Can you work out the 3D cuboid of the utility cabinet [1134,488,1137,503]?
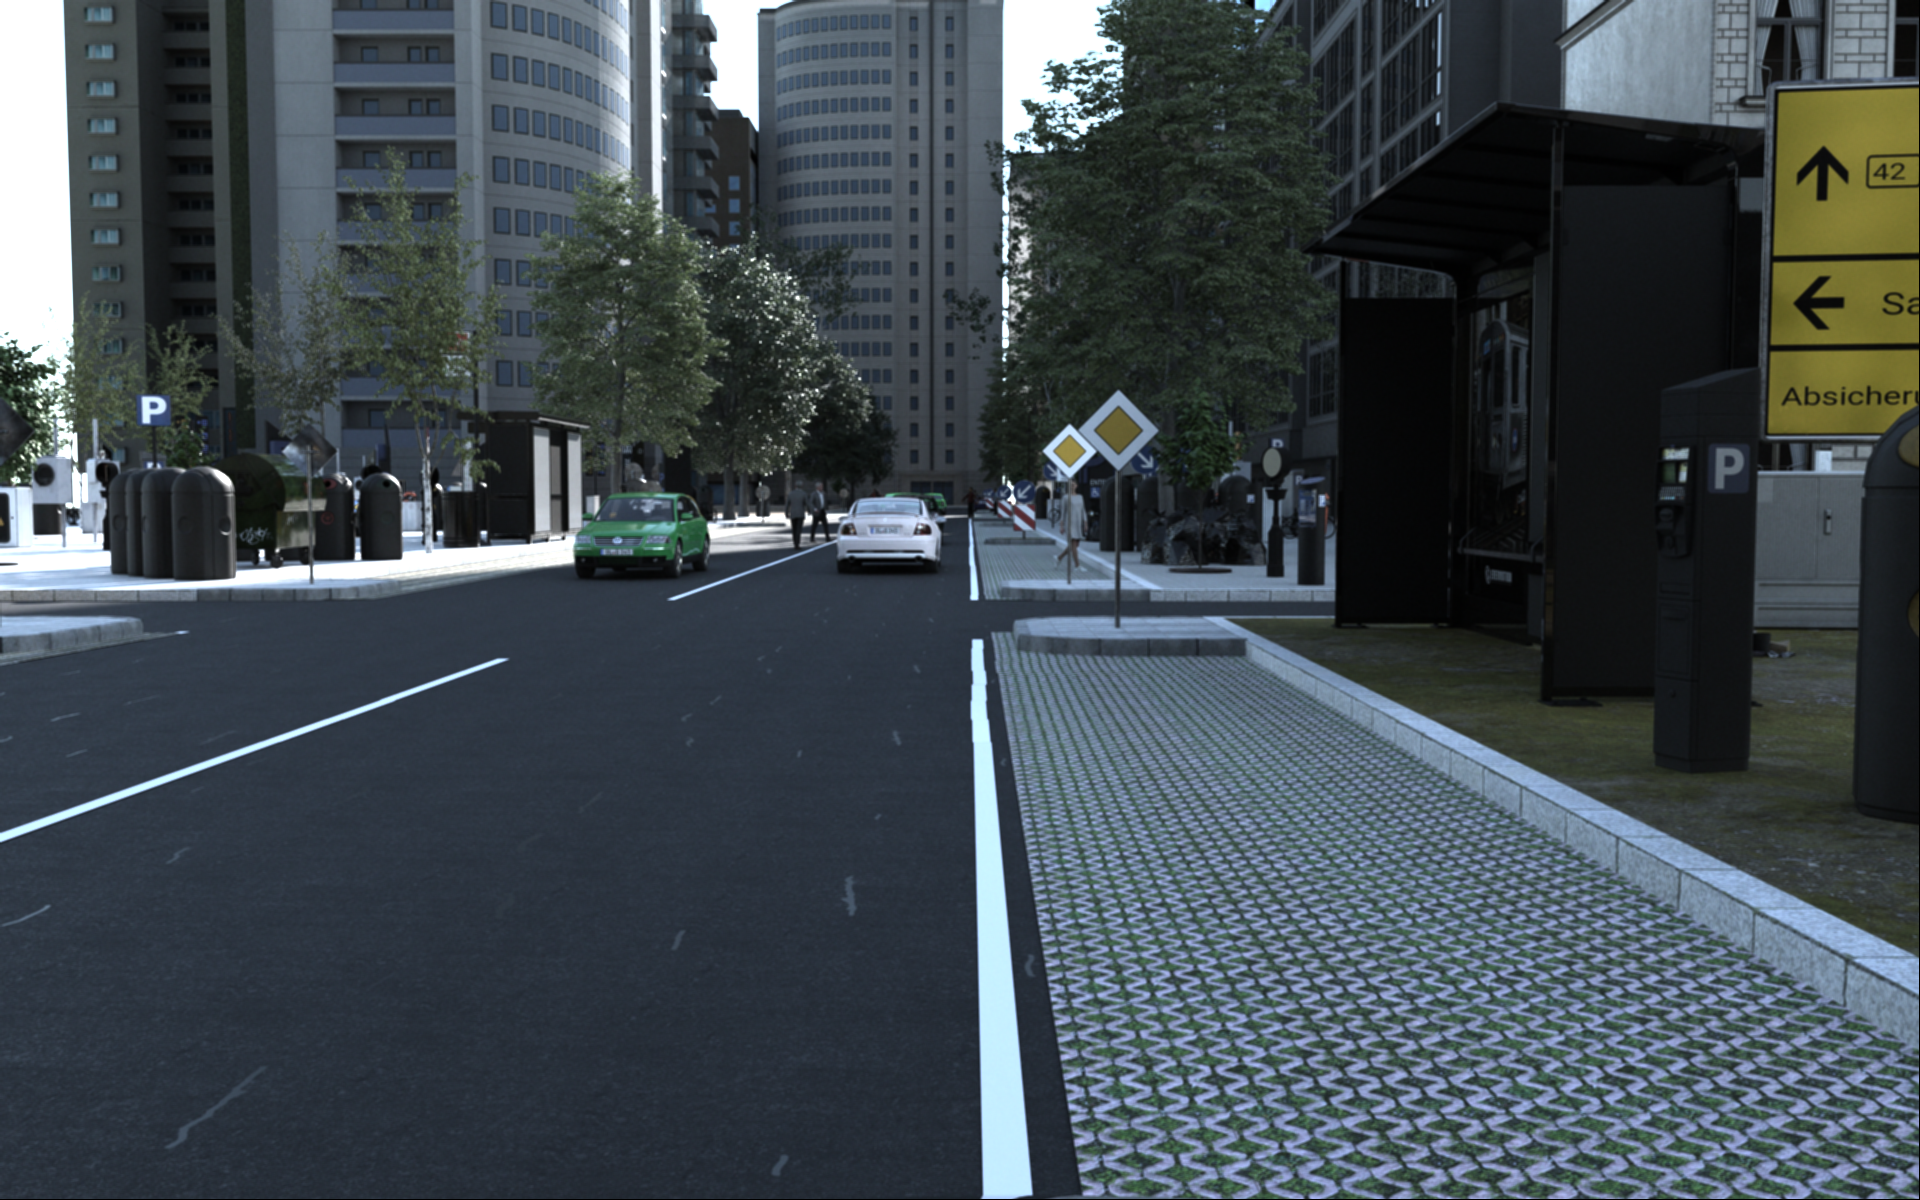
[{"bbox_3d":[6.984,-3.666,68.624,0.318,1.500,1.173,-1,4,-18],"label":"utility cabinet"}]

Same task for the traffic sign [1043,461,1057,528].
[{"bbox_3d":[3.518,-4.000,65.510,0.768,2.556,0.104,1,4,10],"label":"traffic sign"}]

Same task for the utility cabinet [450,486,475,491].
[{"bbox_3d":[-13.935,-2.454,48.796,0.318,1.500,1.173,-3,5,-43],"label":"utility cabinet"}]

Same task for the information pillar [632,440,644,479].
[{"bbox_3d":[-13.430,-4.958,72.426,0.504,3.616,0.183,0,4,-6],"label":"information pillar"}]

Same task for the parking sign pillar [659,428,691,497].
[{"bbox_3d":[-11.634,-5.030,70.718,1.447,3.967,1.447,-3,5,-44],"label":"parking sign pillar"}]

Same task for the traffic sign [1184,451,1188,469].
[{"bbox_3d":[5.998,-2.770,45.394,0.768,2.556,0.104,0,4,7],"label":"traffic sign"}]

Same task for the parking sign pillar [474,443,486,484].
[{"bbox_3d":[-19.372,-5.077,71.484,1.447,3.967,1.447,-1,4,-10],"label":"parking sign pillar"}]

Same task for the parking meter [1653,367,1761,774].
[{"bbox_3d":[3.457,-0.143,8.046,0.399,1.863,0.255,-1,4,-16],"label":"parking meter"}]

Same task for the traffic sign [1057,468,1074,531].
[{"bbox_3d":[3.612,-3.502,59.395,0.606,2.300,0.079,1,4,10],"label":"traffic sign"}]

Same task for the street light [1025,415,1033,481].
[{"bbox_3d":[3.954,-7.739,99.314,0.468,5.910,1.993,0,4,0],"label":"street light"}]

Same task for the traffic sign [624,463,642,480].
[{"bbox_3d":[-13.211,-4.275,69.997,0.768,2.556,0.104,1,4,8],"label":"traffic sign"}]

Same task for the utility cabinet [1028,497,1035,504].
[{"bbox_3d":[4.303,-5.357,96.273,0.318,1.500,1.173,3,5,43],"label":"utility cabinet"}]

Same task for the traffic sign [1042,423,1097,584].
[{"bbox_3d":[1.550,-1.280,24.567,0.795,2.450,0.064,0,4,0],"label":"traffic sign"}]

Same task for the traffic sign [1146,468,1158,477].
[{"bbox_3d":[6.426,-3.539,57.974,0.768,2.556,0.104,0,4,4],"label":"traffic sign"}]

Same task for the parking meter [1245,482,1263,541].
[{"bbox_3d":[6.020,-1.658,35.515,0.372,1.533,0.369,0,3,0],"label":"parking meter"}]

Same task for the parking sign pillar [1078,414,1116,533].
[{"bbox_3d":[4.597,-4.239,57.775,1.447,3.967,1.447,2,4,30],"label":"parking sign pillar"}]

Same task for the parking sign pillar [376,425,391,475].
[{"bbox_3d":[-22.194,-4.788,66.757,1.447,3.967,1.447,-1,4,-22],"label":"parking sign pillar"}]

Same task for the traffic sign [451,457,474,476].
[{"bbox_3d":[-14.618,-3.127,51.128,0.884,2.594,0.081,1,4,9],"label":"traffic sign"}]

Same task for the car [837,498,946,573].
[{"bbox_3d":[-1.309,-1.258,32.938,2.083,1.381,4.827,0,4,0],"label":"car"}]

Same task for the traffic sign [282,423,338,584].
[{"bbox_3d":[-9.244,-1.284,24.641,0.795,2.450,0.064,0,4,0],"label":"traffic sign"}]

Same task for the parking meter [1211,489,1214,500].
[{"bbox_3d":[12.879,-4.939,89.158,0.372,1.533,0.369,0,3,0],"label":"parking meter"}]

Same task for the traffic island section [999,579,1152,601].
[{"bbox_3d":[1.574,-0.145,24.644,2.009,0.180,2.903,0,4,0],"label":"traffic island section"}]

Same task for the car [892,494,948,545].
[{"bbox_3d":[-1.346,-2.452,49.878,2.009,1.686,4.222,0,4,-1],"label":"car"}]

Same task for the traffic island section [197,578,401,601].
[{"bbox_3d":[-9.267,-0.148,24.703,2.009,0.180,2.903,0,4,0],"label":"traffic island section"}]

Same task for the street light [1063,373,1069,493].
[{"bbox_3d":[3.769,-5.367,60.532,0.468,5.910,1.993,0,4,0],"label":"street light"}]

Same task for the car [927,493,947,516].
[{"bbox_3d":[-1.833,-6.524,115.460,1.959,1.807,4.718,0,4,-2],"label":"car"}]

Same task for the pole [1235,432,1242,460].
[{"bbox_3d":[9.076,-3.835,56.540,0.158,3.312,0.155,0,3,0],"label":"pole"}]

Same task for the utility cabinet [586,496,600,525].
[{"bbox_3d":[-12.857,-3.027,60.646,0.306,1.237,1.020,0,4,-2],"label":"utility cabinet"}]

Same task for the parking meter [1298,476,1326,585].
[{"bbox_3d":[4.965,-0.981,24.449,0.372,1.533,0.369,0,3,0],"label":"parking meter"}]

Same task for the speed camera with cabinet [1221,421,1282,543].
[{"bbox_3d":[7.798,-3.184,46.396,0.660,3.252,2.038,-2,4,-26],"label":"speed camera with cabinet"}]

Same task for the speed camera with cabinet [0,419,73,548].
[{"bbox_3d":[-22.213,-2.865,41.172,2.038,3.252,0.660,1,4,9],"label":"speed camera with cabinet"}]

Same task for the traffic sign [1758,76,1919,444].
[{"bbox_3d":[5.102,-0.895,8.498,2.265,3.308,0.079,1,4,9],"label":"traffic sign"}]

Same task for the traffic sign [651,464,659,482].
[{"bbox_3d":[-12.601,-4.446,72.794,0.768,2.556,0.104,0,4,5],"label":"traffic sign"}]

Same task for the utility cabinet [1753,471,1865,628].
[{"bbox_3d":[8.076,-0.474,16.437,1.173,1.500,0.318,0,4,6],"label":"utility cabinet"}]

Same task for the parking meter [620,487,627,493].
[{"bbox_3d":[-12.514,-3.412,64.204,0.372,1.533,0.369,0,3,0],"label":"parking meter"}]

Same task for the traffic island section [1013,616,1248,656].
[{"bbox_3d":[1.534,0.344,16.659,2.009,0.180,2.903,0,4,0],"label":"traffic island section"}]

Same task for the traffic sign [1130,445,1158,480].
[{"bbox_3d":[4.796,-2.745,44.987,0.768,2.556,0.104,0,4,4],"label":"traffic sign"}]

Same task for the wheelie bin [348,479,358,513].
[{"bbox_3d":[-13.303,-1.765,36.772,0.980,1.594,0.693,-2,4,-25],"label":"wheelie bin"}]

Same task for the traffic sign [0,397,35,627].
[{"bbox_3d":[-9.284,-0.796,16.656,0.795,2.450,0.064,0,4,0],"label":"traffic sign"}]

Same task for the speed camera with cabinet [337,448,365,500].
[{"bbox_3d":[-26.719,-4.974,75.653,0.660,3.252,2.038,2,4,29],"label":"speed camera with cabinet"}]

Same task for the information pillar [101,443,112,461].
[{"bbox_3d":[-39.544,-5.441,80.310,0.183,3.616,0.504,2,4,32],"label":"information pillar"}]

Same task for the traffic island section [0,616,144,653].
[{"bbox_3d":[-9.307,0.340,16.718,2.009,0.180,2.903,0,4,0],"label":"traffic island section"}]

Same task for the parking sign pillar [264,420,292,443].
[{"bbox_3d":[-24.740,-4.587,63.466,1.447,3.967,1.447,2,4,35],"label":"parking sign pillar"}]

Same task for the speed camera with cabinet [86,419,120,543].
[{"bbox_3d":[-21.965,-3.113,45.228,2.038,3.252,0.660,2,4,32],"label":"speed camera with cabinet"}]

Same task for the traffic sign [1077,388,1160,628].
[{"bbox_3d":[1.510,-0.791,16.582,0.795,2.450,0.064,0,4,0],"label":"traffic sign"}]

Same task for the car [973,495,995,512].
[{"bbox_3d":[1.886,-7.594,136.738,1.945,1.354,3.894,0,4,-1],"label":"car"}]

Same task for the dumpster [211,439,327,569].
[{"bbox_3d":[-12.244,-1.712,30.483,1.502,2.255,1.985,0,4,0],"label":"dumpster"}]

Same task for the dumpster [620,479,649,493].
[{"bbox_3d":[-12.474,-3.770,67.392,1.264,1.857,1.865,0,4,0],"label":"dumpster"}]
